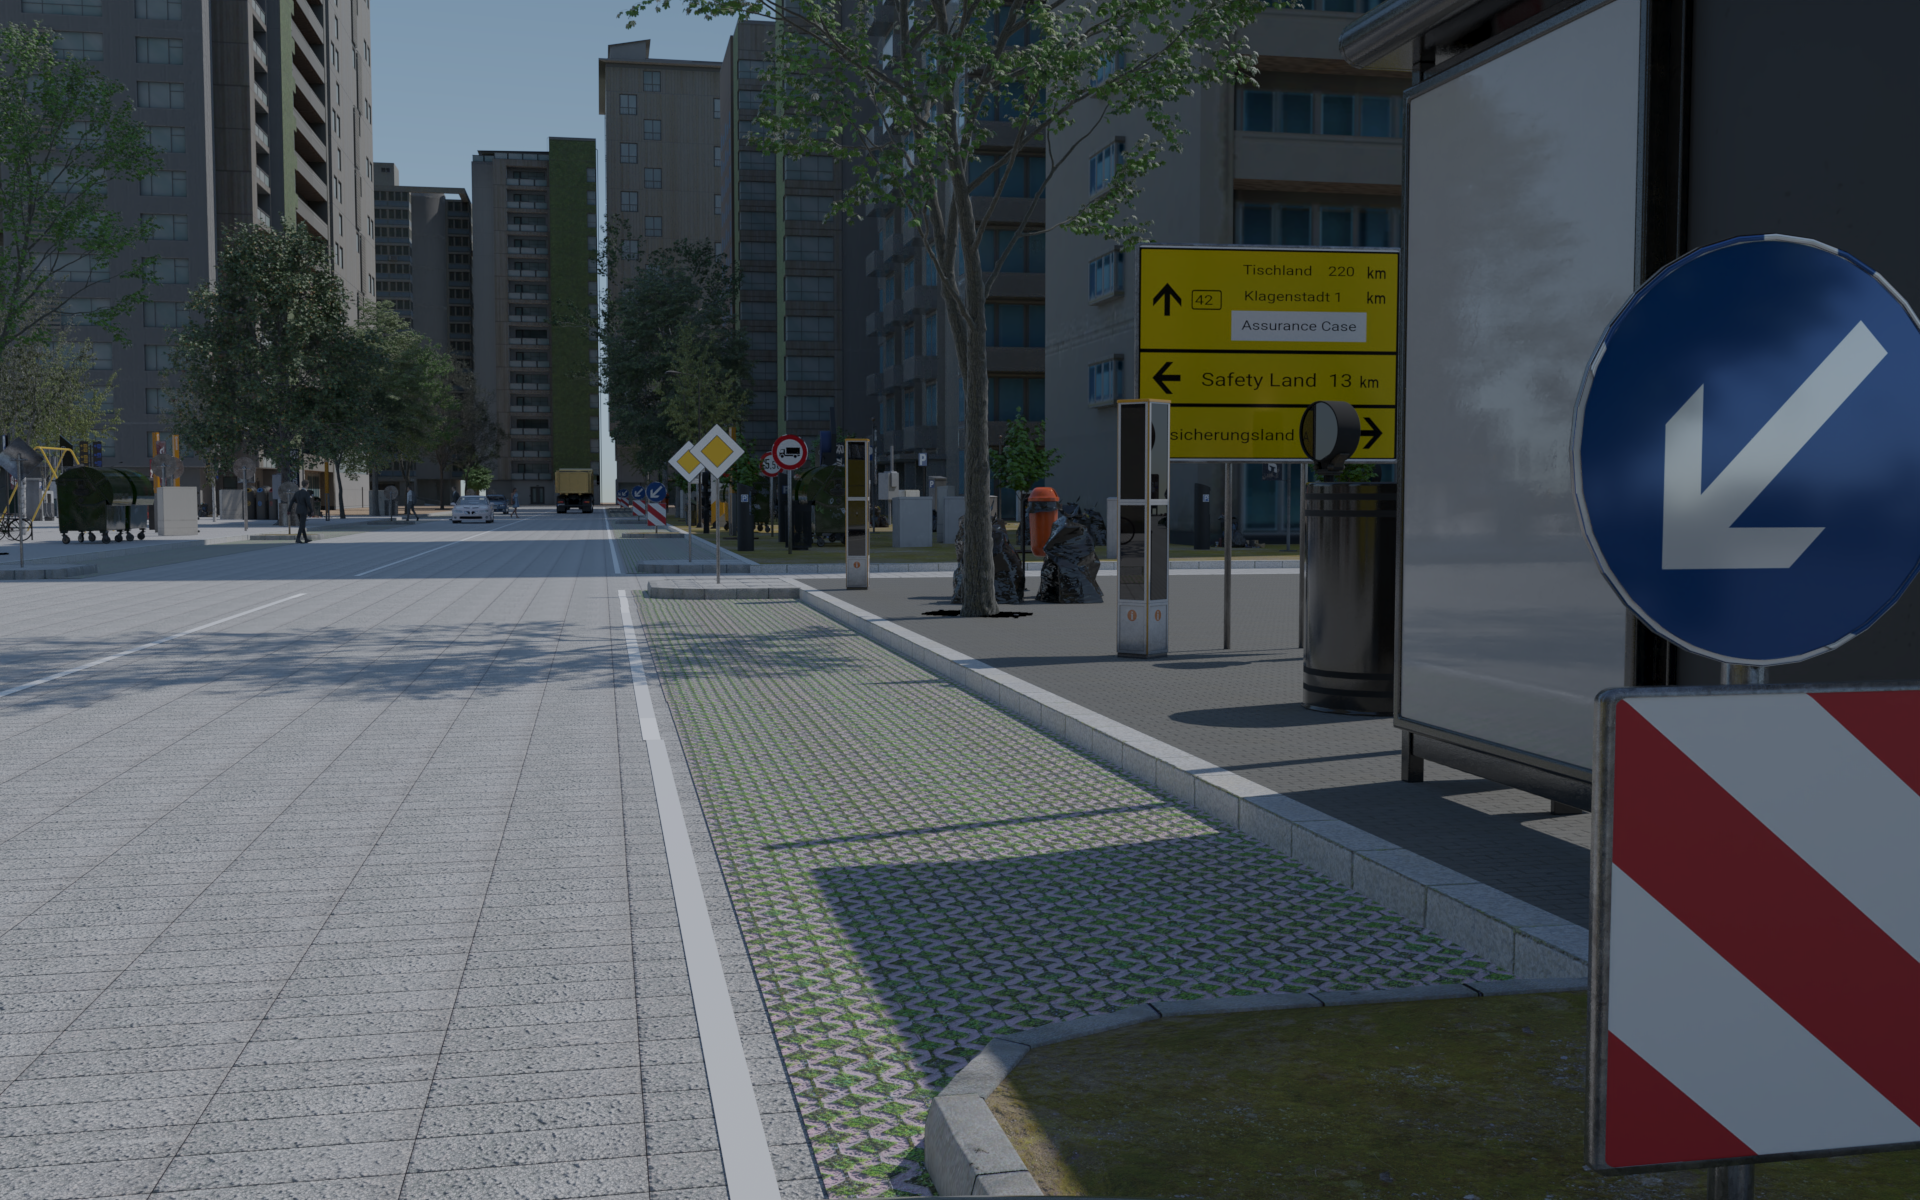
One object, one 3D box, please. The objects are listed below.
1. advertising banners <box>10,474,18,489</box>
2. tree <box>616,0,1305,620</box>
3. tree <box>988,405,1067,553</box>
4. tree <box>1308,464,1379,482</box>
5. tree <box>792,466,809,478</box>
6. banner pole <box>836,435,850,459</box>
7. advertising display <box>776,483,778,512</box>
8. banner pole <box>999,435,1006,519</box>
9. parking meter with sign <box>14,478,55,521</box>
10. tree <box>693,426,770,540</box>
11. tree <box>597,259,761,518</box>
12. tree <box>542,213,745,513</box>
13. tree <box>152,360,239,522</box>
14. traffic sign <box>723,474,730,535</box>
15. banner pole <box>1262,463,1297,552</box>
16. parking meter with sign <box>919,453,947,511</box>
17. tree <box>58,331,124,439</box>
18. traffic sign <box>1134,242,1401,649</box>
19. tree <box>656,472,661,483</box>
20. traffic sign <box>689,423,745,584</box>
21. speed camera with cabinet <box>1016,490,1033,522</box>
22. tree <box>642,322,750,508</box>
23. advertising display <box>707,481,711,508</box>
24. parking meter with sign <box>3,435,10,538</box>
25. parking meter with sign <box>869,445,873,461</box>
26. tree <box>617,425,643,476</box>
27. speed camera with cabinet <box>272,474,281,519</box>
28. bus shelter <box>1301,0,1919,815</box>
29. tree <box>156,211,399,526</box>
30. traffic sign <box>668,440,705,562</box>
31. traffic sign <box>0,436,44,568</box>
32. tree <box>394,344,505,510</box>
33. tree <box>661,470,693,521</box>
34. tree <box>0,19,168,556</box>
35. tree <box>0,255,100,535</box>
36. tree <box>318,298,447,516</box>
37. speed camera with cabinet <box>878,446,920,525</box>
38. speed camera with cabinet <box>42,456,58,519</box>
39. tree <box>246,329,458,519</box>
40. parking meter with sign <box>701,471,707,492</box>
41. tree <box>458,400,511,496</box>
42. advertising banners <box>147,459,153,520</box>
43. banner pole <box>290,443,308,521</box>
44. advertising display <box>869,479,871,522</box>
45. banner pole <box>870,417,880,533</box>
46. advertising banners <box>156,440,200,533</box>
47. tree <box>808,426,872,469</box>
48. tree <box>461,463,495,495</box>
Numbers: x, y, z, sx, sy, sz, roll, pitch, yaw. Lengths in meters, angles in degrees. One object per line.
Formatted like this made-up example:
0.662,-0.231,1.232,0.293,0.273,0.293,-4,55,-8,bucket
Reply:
-49.167,-5.819,91.328,2.074,3.025,0.090,0,4,4,advertising banners
0.028,-5.635,17.882,9.928,11.665,9.643,0,3,0,tree
1.232,-2.650,37.930,1.663,3.219,1.824,0,3,0,tree
8.805,-2.721,39.087,1.663,3.219,1.824,0,3,0,tree
-9.419,-6.650,103.323,1.663,3.219,1.824,0,3,0,tree
-4.962,-5.111,73.576,0.863,3.779,0.401,0,4,0,banner pole
-10.198,-5.838,100.658,0.974,1.923,0.123,0,4,-1,advertising display
1.943,-5.136,73.986,0.863,3.779,0.401,-1,4,-8,banner pole
-44.107,-5.269,82.416,1.738,3.016,0.543,-1,4,-9,parking meter with sign
-6.372,-3.336,49.151,1.663,3.219,1.824,0,3,0,tree
-15.142,-11.442,93.731,9.857,13.997,8.962,0,3,0,tree
-21.380,-16.047,118.261,12.611,20.169,13.585,0,3,0,tree
-34.562,-7.896,79.460,4.360,8.622,3.978,0,3,0,tree
-7.126,-3.274,53.630,0.768,2.556,0.104,0,4,-4,traffic sign
7.146,-2.982,38.768,0.863,3.779,0.401,2,4,30,banner pole
-0.933,-4.759,74.078,1.738,3.016,0.543,-3,5,-42,parking meter with sign
-40.783,-7.890,79.358,4.737,8.622,4.395,0,3,0,tree
2.530,-1.247,14.262,2.265,3.308,0.079,0,4,-8,traffic sign
-23.460,-8.648,135.989,1.663,3.219,1.824,0,3,0,tree
-3.459,-1.288,24.702,0.795,2.450,0.064,-1,4,-12,traffic sign
3.622,-5.202,79.395,2.038,3.252,0.660,0,4,-6,speed camera with cabinet
-11.026,-7.509,73.133,4.737,8.622,4.395,0,3,0,tree
-12.176,-4.986,86.732,0.974,1.923,0.123,-1,4,-22,advertising display
-28.753,-3.321,50.559,1.738,3.016,0.543,-3,4,-36,parking meter with sign
-3.719,-4.066,62.743,0.543,3.016,1.738,-2,4,-29,parking meter with sign
-27.962,-12.428,153.556,4.737,8.622,4.395,0,3,0,tree
-30.828,-5.174,78.925,0.660,3.252,2.038,-1,4,-9,speed camera with cabinet
3.046,-1.756,6.335,2.179,5.291,8.768,-1,4,-12,bus shelter
-27.735,-9.403,70.749,9.611,12.733,9.660,0,3,0,tree
-5.080,-1.766,32.521,0.795,2.450,0.064,-1,4,-12,traffic sign
-16.389,-1.625,30.206,0.795,2.450,0.064,-1,4,-12,traffic sign
-42.436,-14.152,141.750,12.009,13.543,11.850,0,3,0,tree
-12.657,-5.310,81.414,1.663,3.219,1.824,0,3,0,tree
-20.618,-6.750,36.113,9.928,11.665,9.643,0,3,0,tree
-29.259,-6.344,54.086,4.360,8.622,3.978,0,3,0,tree
-33.825,-11.160,100.592,7.486,12.596,7.792,0,3,0,tree
-2.518,-4.731,71.683,0.660,3.252,2.038,3,4,38,speed camera with cabinet
-47.277,-5.846,89.921,0.660,3.252,2.038,1,4,10,speed camera with cabinet
-32.302,-9.506,89.835,7.601,10.594,8.767,3,4,38,tree
-15.282,-6.554,103.415,0.543,3.016,1.738,-1,4,-9,parking meter with sign
-46.421,-13.928,162.127,8.767,10.594,7.601,-1,4,-18,tree
-40.310,-5.488,85.911,0.090,3.025,2.074,-1,4,-8,advertising banners
-31.969,-5.729,83.680,0.863,3.779,0.401,-3,4,-38,banner pole
-3.862,-4.169,73.370,0.123,1.923,0.974,0,4,1,advertising display
-2.765,-4.052,56.260,0.401,3.779,0.863,-1,4,-12,banner pole
-25.436,-3.675,56.277,2.074,3.025,0.090,2,4,30,advertising banners
-5.730,-6.089,83.271,4.285,4.588,4.351,0,3,0,tree
-49.127,-11.799,176.623,4.285,4.588,4.351,0,3,0,tree
